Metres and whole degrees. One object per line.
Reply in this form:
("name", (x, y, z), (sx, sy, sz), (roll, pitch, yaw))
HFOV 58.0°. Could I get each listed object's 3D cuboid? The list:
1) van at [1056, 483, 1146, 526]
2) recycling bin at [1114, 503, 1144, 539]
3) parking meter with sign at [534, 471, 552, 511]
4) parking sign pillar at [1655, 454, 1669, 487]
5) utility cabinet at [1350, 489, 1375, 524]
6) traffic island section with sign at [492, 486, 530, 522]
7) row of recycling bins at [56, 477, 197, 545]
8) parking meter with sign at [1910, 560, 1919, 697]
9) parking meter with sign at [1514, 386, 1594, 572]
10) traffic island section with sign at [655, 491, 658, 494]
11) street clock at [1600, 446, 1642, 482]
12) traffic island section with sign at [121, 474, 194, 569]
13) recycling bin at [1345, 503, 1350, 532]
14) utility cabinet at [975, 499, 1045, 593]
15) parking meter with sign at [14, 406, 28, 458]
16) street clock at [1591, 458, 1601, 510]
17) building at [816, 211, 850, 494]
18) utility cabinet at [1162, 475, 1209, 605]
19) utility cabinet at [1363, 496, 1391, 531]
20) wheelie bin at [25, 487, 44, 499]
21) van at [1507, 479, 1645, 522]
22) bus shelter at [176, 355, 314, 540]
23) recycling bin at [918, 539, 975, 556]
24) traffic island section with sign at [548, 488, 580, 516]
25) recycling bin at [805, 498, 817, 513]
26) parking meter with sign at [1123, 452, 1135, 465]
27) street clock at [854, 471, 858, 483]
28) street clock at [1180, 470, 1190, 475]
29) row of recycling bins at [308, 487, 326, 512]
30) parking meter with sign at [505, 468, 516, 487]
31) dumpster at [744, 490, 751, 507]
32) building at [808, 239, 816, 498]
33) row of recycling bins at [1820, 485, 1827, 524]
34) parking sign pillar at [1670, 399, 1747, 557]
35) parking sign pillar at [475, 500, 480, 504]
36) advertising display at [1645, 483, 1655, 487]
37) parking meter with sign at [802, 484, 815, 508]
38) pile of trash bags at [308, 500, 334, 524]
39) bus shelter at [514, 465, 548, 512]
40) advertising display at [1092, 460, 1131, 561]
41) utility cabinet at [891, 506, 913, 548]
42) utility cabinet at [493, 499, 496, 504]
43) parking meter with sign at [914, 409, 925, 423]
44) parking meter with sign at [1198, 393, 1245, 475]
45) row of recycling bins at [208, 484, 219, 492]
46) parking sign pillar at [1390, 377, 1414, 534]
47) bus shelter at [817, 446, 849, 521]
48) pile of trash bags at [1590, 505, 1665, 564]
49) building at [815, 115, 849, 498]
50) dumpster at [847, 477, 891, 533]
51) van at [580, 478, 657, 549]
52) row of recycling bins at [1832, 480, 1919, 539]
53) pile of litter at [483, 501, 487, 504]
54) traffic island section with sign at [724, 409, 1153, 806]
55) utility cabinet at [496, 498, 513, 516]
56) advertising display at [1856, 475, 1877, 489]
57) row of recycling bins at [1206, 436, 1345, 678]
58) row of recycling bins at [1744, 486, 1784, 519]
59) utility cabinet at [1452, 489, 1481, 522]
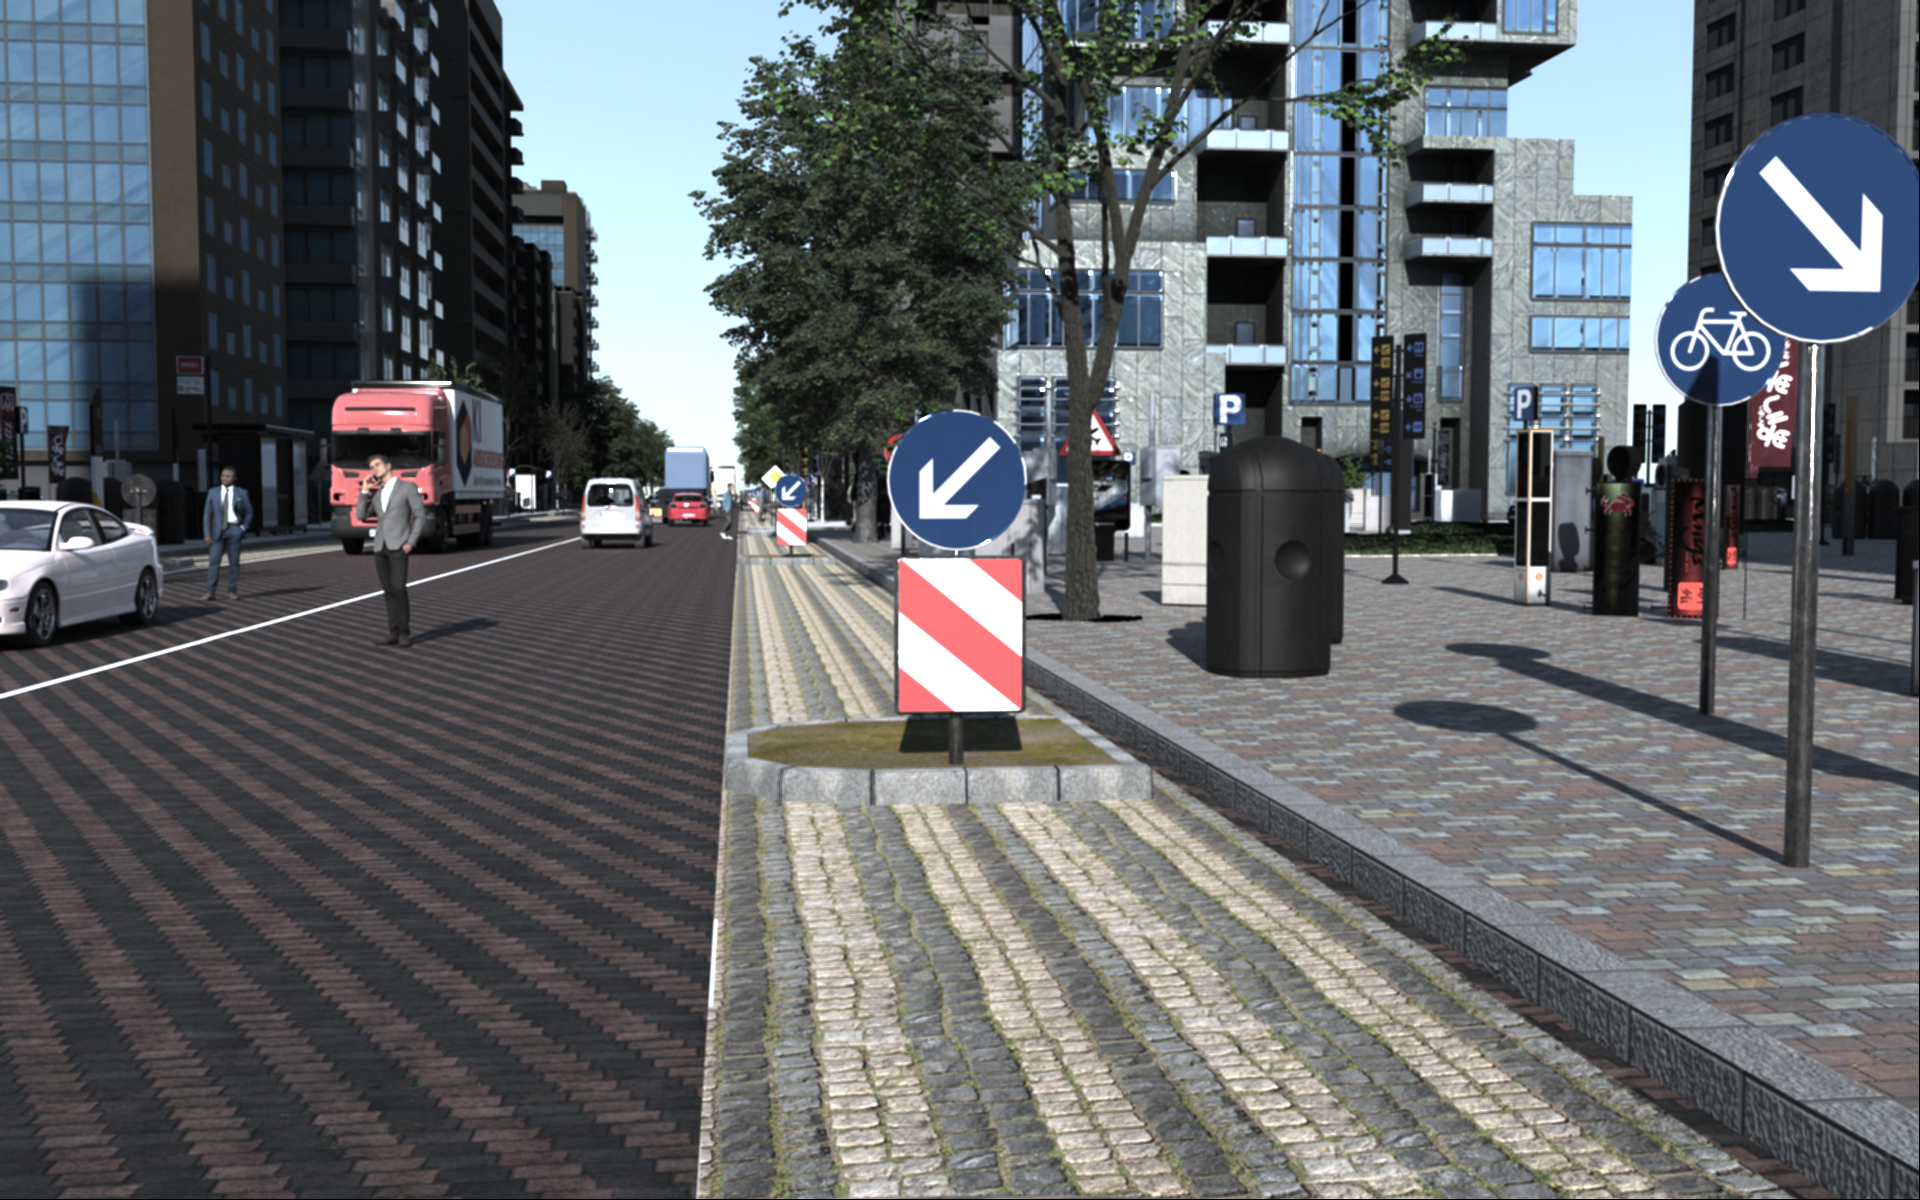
("van", (5.006, -3.578, 65.515), (4.112, 2.044, 2.013), (0, 4, -6))
("recycling bin", (4.805, -2.274, 49.740), (0.722, 1.027, 0.722), (-3, 4, -36))
("parking meter with sign", (-30.896, -8.074, 128.276), (0.543, 3.016, 1.738), (1, 4, 20))
("parking sign pillar", (42.159, -7.040, 103.579), (1.447, 3.967, 1.447), (-2, 4, -30))
("utility cabinet", (16.762, -3.907, 72.564), (1.173, 1.500, 0.318), (2, 4, 35))
("traffic island section with sign", (-22.971, -4.864, 88.156), (1.989, 1.847, 2.006), (0, 4, -7))
("row of recycling bins", (-20.778, -2.198, 43.051), (1.069, 1.692, 3.534), (1, 4, 21))
("parking meter with sign", (6.687, -0.925, 11.388), (0.543, 3.016, 1.738), (3, 4, 39))
("parking meter with sign", (10.007, -1.971, 28.481), (1.738, 3.016, 0.543), (-1, 4, -16))
("traffic island section with sign", (-43.129, -14.597, 247.289), (1.989, 1.847, 2.006), (0, 4, -7))
("street clock", (9.953, -1.311, 26.000), (0.358, 2.002, 0.471), (-2, 4, -24))
("traffic island section with sign", (-16.071, -1.528, 33.604), (1.989, 1.847, 2.006), (0, 4, -7))
("recycling bin", (10.559, -2.234, 49.074), (0.722, 1.027, 0.722), (3, 5, 41))
("utility cabinet", (0.644, -0.710, 22.778), (0.306, 1.237, 1.020), (-3, 5, -45))
("parking meter with sign", (-19.475, -2.329, 34.343), (1.738, 3.016, 0.543), (-1, 4, -12))
("street clock", (12.612, -1.839, 34.633), (0.358, 2.002, 0.471), (0, 4, -7))
("building", (-14.005, -34.820, 252.908), (14.154, 41.232, 14.086), (0, 4, -7))
("utility cabinet", (2.903, -0.675, 19.721), (1.173, 1.500, 0.318), (2, 4, 31))
("utility cabinet", (14.700, -3.036, 60.800), (1.020, 1.237, 0.306), (0, 4, 1))
("wheelie bin", (-39.296, -3.999, 73.296), (0.980, 1.594, 0.693), (-1, 4, -20))
("van", (24.386, -3.931, 68.651), (5.245, 2.365, 2.240), (0, 4, -8))
("bus shelter", (-21.899, -4.605, 52.917), (2.179, 5.291, 8.768), (0, 4, -7))
("recycling bin", (-0.171, -0.886, 27.035), (0.722, 1.027, 0.722), (2, 4, 33))
("traffic island section with sign", (-26.485, -6.557, 115.839), (1.989, 1.847, 2.006), (0, 4, -7))
("recycling bin", (-10.281, -6.548, 119.618), (0.722, 1.027, 0.722), (-1, 4, -19))
("parking meter with sign", (6.560, -4.618, 71.767), (0.543, 3.016, 1.738), (3, 4, 36))
("street clock", (-2.919, -2.899, 51.975), (0.471, 2.002, 0.358), (1, 4, 10))
("street clock", (6.706, -2.911, 52.162), (0.471, 2.002, 0.358), (1, 4, 15))
("row of recycling bins", (-38.035, -5.712, 100.504), (3.534, 1.692, 1.069), (3, 4, 37))
("parking meter with sign", (-30.801, -7.447, 118.019), (0.543, 3.016, 1.738), (-2, 4, -33))
("dumpster", (-21.702, -10.564, 180.934), (1.865, 1.857, 1.264), (0, 4, -6))
("building", (-18.636, -39.443, 295.000), (14.600, 45.320, 14.200), (0, 4, -7))
("row of recycling bins", (37.956, -4.120, 74.474), (3.534, 1.692, 1.069), (-3, 4, -38))
("parking sign pillar", (15.455, -2.885, 35.639), (1.447, 3.967, 1.447), (2, 4, 24))
("parking sign pillar", (-27.223, -6.609, 96.535), (1.447, 3.967, 1.447), (2, 4, 33))
("advertising display", (41.885, -6.114, 105.177), (0.974, 1.923, 0.123), (3, 5, 41))
("parking meter with sign", (-11.889, -8.532, 135.760), (0.543, 3.016, 1.738), (-3, 5, -43))
("pile of trash bags", (-28.011, -3.942, 74.207), (3.447, 1.369, 1.912), (-3, 5, -40))
("bus shelter", (-30.763, -7.937, 123.698), (2.014, 3.302, 5.546), (0, 4, -7))
("advertising display", (2.774, -1.712, 33.197), (0.974, 1.923, 0.123), (1, 4, 12))
("utility cabinet", (-1.402, -1.858, 41.539), (0.306, 1.237, 1.020), (1, 4, 13))
("utility cabinet", (-36.892, -7.756, 137.974), (1.020, 1.237, 0.306), (1, 4, 12))
("parking meter with sign", (-0.021, -2.392, 35.367), (1.738, 3.016, 0.543), (-1, 4, -18))
("parking meter with sign", (4.558, -2.117, 30.867), (0.543, 3.016, 1.738), (0, 4, -7))
("row of recycling bins", (-31.903, -3.978, 72.160), (3.534, 1.692, 1.069), (1, 4, 22))
("parking sign pillar", (10.309, -3.178, 40.435), (1.447, 3.967, 1.447), (1, 4, 12))
("bus shelter", (-6.431, -5.772, 85.653), (1.731, 3.624, 6.357), (0, 4, -7))
("pile of trash bags", (11.330, -1.327, 31.449), (3.447, 1.369, 1.912), (-3, 5, -42))
("building", (-12.416, -44.762, 273.858), (21.231, 58.520, 28.212), (0, 4, -7))
("dumpster", (-2.998, -3.423, 58.464), (1.502, 2.255, 1.985), (0, 4, -7))
("van", (-9.262, -2.436, 46.846), (2.013, 2.044, 4.112), (0, 4, -6))
("row of recycling bins", (26.908, -2.593, 49.508), (3.534, 1.692, 1.069), (1, 4, 10))
("pile of litter", (-28.818, -5.579, 105.183), (1.719, 0.858, 1.176), (2, 4, 26))
("traffic island section with sign", (-0.210, -0.016, 8.882), (1.989, 1.847, 2.006), (0, 4, -7))
("utility cabinet", (-26.497, -5.503, 101.137), (1.020, 1.237, 0.306), (3, 5, 42))
("advertising display", (31.034, -3.328, 59.626), (0.123, 1.923, 0.974), (-3, 4, -36))
("row of recycling bins", (2.500, -0.402, 13.690), (1.069, 1.692, 3.534), (1, 4, 15))
("row of recycling bins", (39.750, -4.870, 86.732), (3.534, 1.692, 1.069), (-1, 4, -15))
("utility cabinet", (20.966, -3.853, 71.682), (1.173, 1.500, 0.318), (-1, 4, -16))
